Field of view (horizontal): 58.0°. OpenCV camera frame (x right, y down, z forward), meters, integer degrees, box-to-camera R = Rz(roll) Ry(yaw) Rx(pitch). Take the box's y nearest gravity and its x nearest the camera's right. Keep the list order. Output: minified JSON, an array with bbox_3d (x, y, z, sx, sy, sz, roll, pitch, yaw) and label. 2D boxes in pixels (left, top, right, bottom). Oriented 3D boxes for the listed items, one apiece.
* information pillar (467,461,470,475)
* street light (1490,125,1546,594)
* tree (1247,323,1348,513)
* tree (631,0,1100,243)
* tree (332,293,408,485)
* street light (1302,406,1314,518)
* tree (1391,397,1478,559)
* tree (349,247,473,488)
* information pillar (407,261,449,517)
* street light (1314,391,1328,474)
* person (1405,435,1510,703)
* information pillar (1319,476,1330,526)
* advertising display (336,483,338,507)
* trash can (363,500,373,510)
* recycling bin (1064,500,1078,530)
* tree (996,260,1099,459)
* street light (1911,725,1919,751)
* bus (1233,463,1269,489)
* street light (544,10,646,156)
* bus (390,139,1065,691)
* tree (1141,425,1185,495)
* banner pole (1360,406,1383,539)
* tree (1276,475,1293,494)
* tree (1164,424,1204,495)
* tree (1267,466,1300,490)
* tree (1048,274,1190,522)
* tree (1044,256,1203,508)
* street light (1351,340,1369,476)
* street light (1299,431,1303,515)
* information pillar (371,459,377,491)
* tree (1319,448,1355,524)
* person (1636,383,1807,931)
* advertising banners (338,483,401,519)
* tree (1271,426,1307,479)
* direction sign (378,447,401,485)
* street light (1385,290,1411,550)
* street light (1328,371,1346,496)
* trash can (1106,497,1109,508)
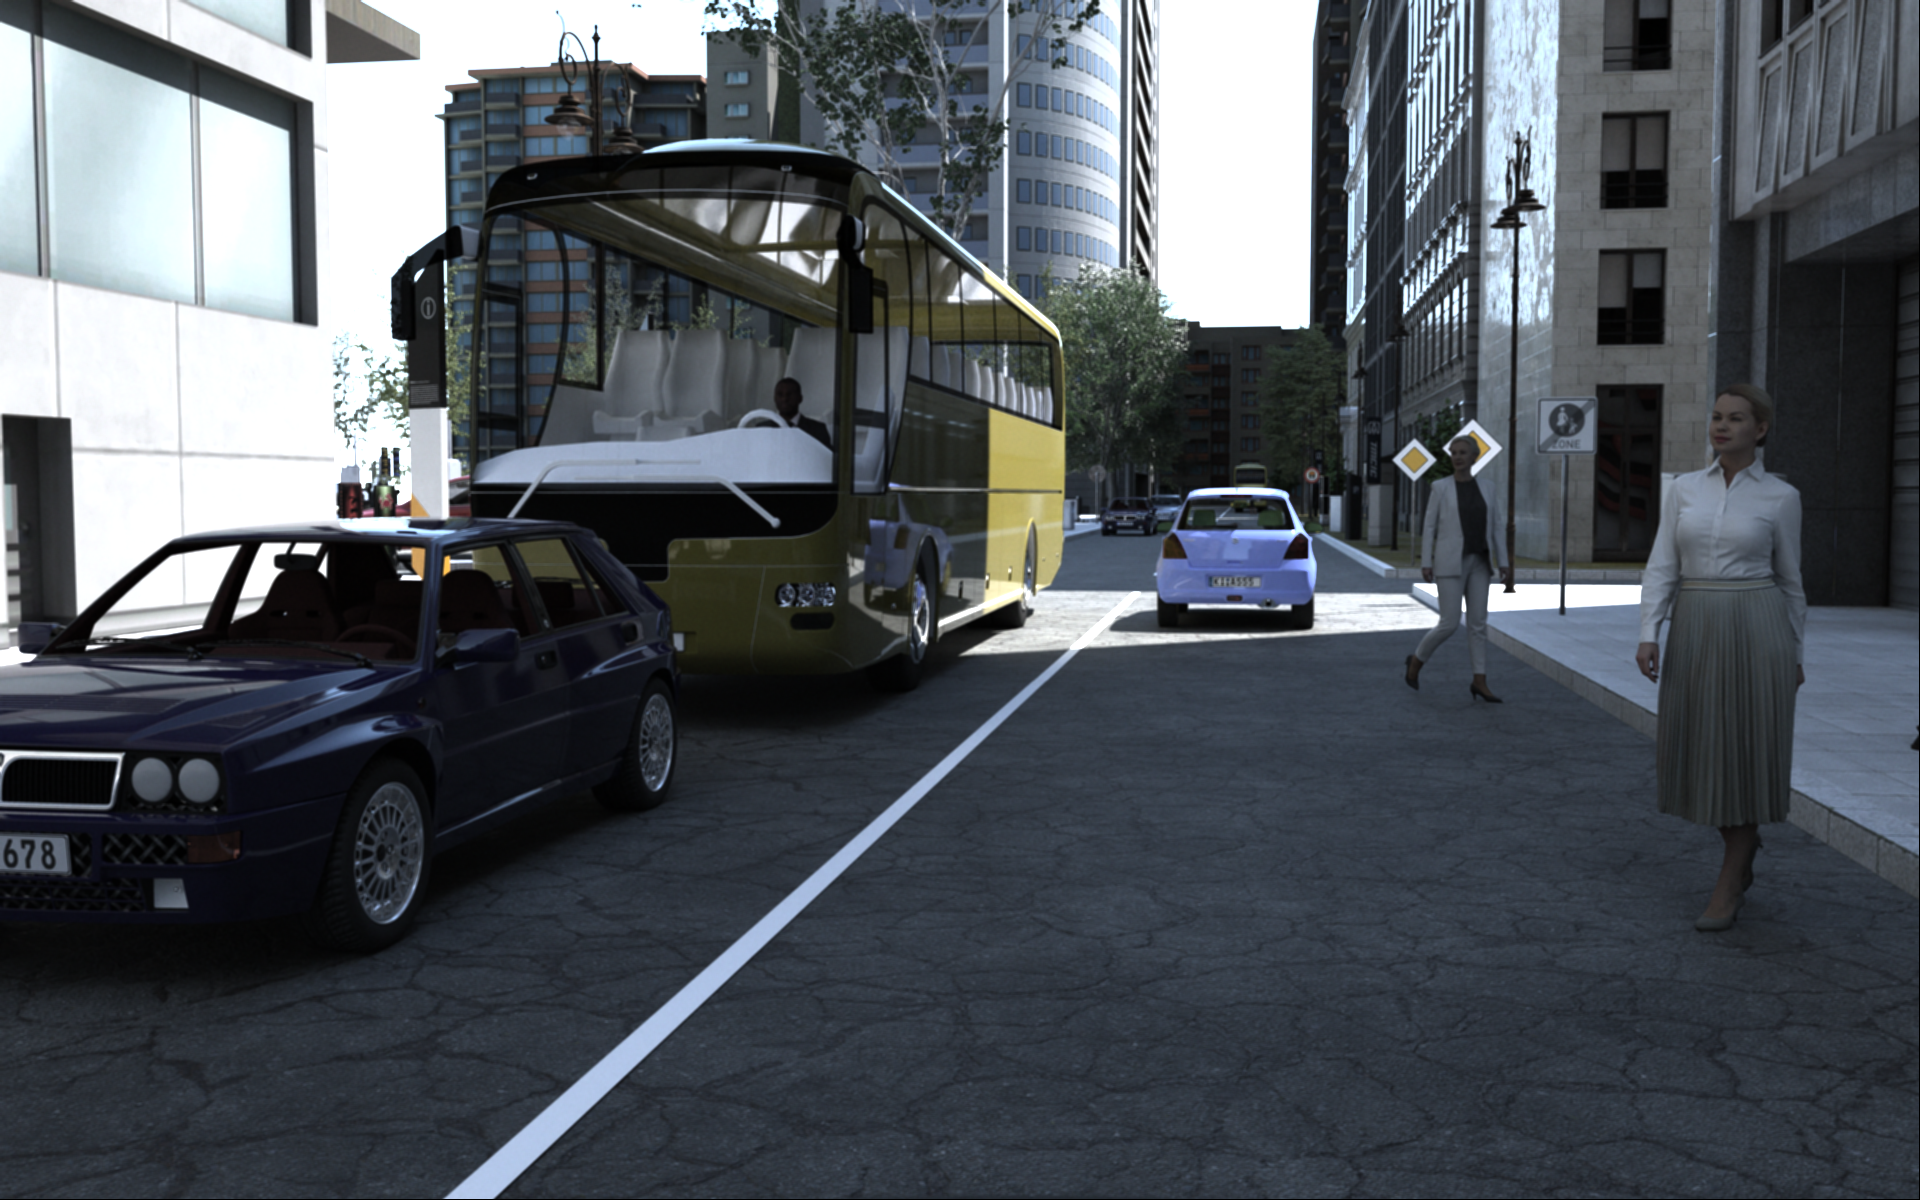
[{"bbox_3d":[-31.995,-7.448,113.128,0.504,3.616,0.183,3,4,39],"label":"information pillar"},{"bbox_3d":[7.111,-3.024,22.228,0.468,5.910,1.993,1,4,9],"label":"street light"},{"bbox_3d":[22.887,-12.014,114.557,7.486,12.596,7.792,0,3,0],"label":"tree"},{"bbox_3d":[-1.831,-11.364,41.696,12.611,20.169,13.585,0,3,0],"label":"tree"},{"bbox_3d":[-22.257,-6.886,62.944,4.360,8.622,3.978,0,3,0],"label":"tree"},{"bbox_3d":[18.418,-7.230,90.998,0.468,5.910,1.993,1,4,9],"label":"street light"},{"bbox_3d":[9.734,-2.439,34.486,1.663,3.219,1.824,0,3,0],"label":"tree"},{"bbox_3d":[-15.894,-6.189,51.546,4.737,8.622,4.395,0,3,0],"label":"tree"},{"bbox_3d":[-5.141,-1.555,16.781,0.504,3.616,0.183,2,4,34],"label":"information pillar"},{"bbox_3d":[16.320,-6.427,77.875,0.468,5.910,1.993,1,4,9],"label":"street light"},{"bbox_3d":[3.487,-0.232,12.167,0.514,1.842,0.818,-2,4,-29],"label":"person"},{"bbox_3d":[14.721,-4.002,69.931,0.304,2.012,0.304,-1,4,-10],"label":"information pillar"},{"bbox_3d":[-34.300,-5.571,96.296,0.974,1.923,0.123,-2,4,-28],"label":"advertising display"},{"bbox_3d":[-14.599,-1.853,41.948,0.748,1.137,0.748,0,3,0],"label":"trash can"},{"bbox_3d":[3.671,-3.000,61.605,0.722,1.027,0.722,1,4,14],"label":"recycling bin"},{"bbox_3d":[2.090,-6.333,53.901,4.737,8.622,4.395,0,3,0],"label":"tree"},{"bbox_3d":[4.874,-2.185,8.512,0.468,5.910,1.993,1,4,9],"label":"street light"},{"bbox_3d":[23.128,-8.946,137.820,2.896,3.916,12.252,1,4,10],"label":"bus"},{"bbox_3d":[-3.578,-2.717,17.205,0.468,5.910,1.993,1,4,9],"label":"street light"},{"bbox_3d":[-0.928,-1.493,15.966,2.896,3.916,12.252,1,4,10],"label":"bus"},{"bbox_3d":[14.982,-11.081,131.538,4.737,8.622,4.395,0,3,0],"label":"tree"},{"bbox_3d":[11.672,-3.636,49.474,0.863,3.779,0.401,-1,4,-16],"label":"banner pole"},{"bbox_3d":[30.269,-10.125,160.141,1.663,3.219,1.824,0,3,0],"label":"tree"},{"bbox_3d":[22.875,-13.936,178.209,4.360,8.622,3.978,0,3,0],"label":"tree"},{"bbox_3d":[32.591,-11.674,174.583,4.285,4.588,4.351,0,3,0],"label":"tree"},{"bbox_3d":[6.868,-9.494,80.976,9.928,11.665,9.643,0,3,0],"label":"tree"},{"bbox_3d":[8.072,-11.331,91.911,9.857,13.997,8.962,0,3,0],"label":"tree"},{"bbox_3d":[12.016,-4.855,52.168,0.468,5.910,1.993,1,4,9],"label":"street light"},{"bbox_3d":[20.663,-8.043,104.297,0.468,5.910,1.993,1,4,9],"label":"street light"},{"bbox_3d":[-38.736,-7.534,114.540,0.504,3.616,0.183,2,4,31],"label":"information pillar"},{"bbox_3d":[15.855,-4.824,73.477,1.663,3.219,1.824,0,3,0],"label":"tree"},{"bbox_3d":[2.614,0.175,5.872,0.641,1.798,0.478,-3,5,-43],"label":"person"},{"bbox_3d":[-8.530,-1.718,24.278,0.090,3.025,2.074,1,4,19],"label":"advertising banners"},{"bbox_3d":[34.454,-14.141,181.567,4.737,8.622,4.395,0,3,0],"label":"tree"},{"bbox_3d":[-27.201,-5.553,82.795,0.876,3.537,0.379,-1,4,-17],"label":"direction sign"},{"bbox_3d":[9.913,-4.071,39.355,0.468,5.910,1.993,1,4,9],"label":"street light"},{"bbox_3d":[14.208,-5.644,65.062,0.468,5.910,1.993,1,4,9],"label":"street light"},{"bbox_3d":[8.379,-5.331,98.811,0.748,1.137,0.748,0,3,0],"label":"trash can"}]
